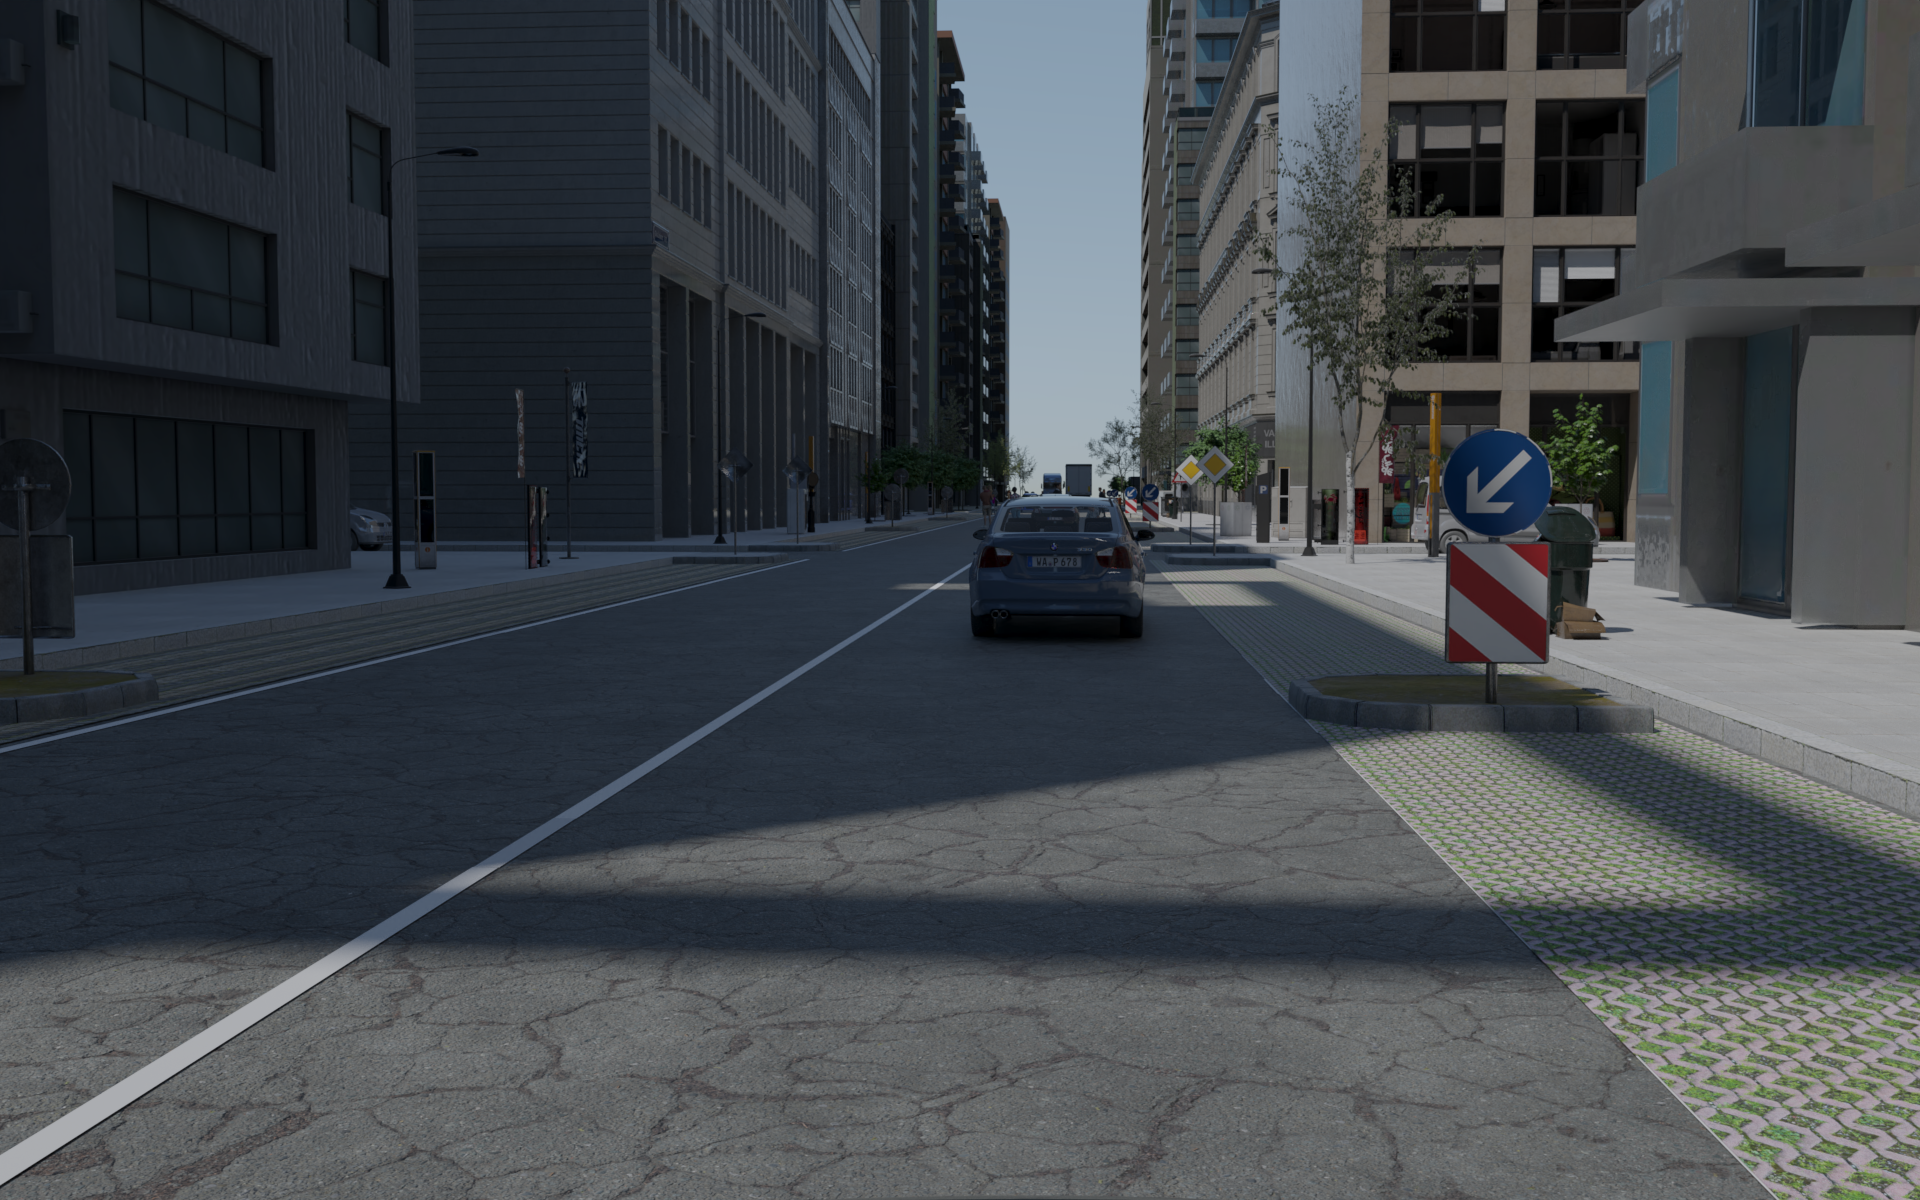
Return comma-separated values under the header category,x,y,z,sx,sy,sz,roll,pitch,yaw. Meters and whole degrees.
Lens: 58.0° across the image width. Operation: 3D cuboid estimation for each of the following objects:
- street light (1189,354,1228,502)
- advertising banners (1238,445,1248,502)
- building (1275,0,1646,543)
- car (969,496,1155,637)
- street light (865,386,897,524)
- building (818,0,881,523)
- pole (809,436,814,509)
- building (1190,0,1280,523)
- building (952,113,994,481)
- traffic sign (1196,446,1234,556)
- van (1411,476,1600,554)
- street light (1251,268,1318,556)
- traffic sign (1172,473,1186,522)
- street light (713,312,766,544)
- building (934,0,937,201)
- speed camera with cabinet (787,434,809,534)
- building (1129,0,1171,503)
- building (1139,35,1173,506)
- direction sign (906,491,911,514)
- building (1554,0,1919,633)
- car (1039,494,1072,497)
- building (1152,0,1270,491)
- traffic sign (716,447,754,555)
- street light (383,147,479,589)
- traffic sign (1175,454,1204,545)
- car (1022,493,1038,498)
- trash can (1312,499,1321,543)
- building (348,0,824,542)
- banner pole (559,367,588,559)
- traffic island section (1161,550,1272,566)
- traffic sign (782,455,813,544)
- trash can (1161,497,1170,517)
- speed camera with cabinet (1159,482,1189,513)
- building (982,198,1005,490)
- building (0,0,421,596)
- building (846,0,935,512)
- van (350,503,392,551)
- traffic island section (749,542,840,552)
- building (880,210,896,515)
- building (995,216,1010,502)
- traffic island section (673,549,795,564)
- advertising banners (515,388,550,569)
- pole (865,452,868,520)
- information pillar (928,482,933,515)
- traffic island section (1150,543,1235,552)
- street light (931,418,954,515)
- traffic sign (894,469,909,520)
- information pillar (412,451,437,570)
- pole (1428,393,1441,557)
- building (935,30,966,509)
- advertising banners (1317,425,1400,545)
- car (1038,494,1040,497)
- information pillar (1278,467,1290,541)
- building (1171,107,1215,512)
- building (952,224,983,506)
category,x,y,z,sx,sy,sz,roll,pitch,yaw
street light,8.287,-5.194,57.460,1.470,5.913,1.316,0,4,4
advertising banners,9.995,-3.973,61.144,0.090,3.025,2.074,1,4,17
building,27.943,-15.183,52.752,34.151,26.468,19.350,0,4,4
car,1.098,-0.407,18.663,2.014,1.417,4.499,0,4,5
street light,-3.400,-6.260,74.891,1.470,5.913,1.316,0,4,4
building,-11.082,-16.381,85.845,12.078,24.808,19.932,0,4,4
pole,-5.230,-4.108,61.009,0.158,3.312,0.155,0,3,0
building,22.534,-19.512,95.432,17.030,29.872,44.131,0,4,4
building,-7.963,-36.747,220.426,23.786,49.044,30.456,0,4,4
traffic sign,5.268,-1.970,35.851,0.795,2.450,0.064,0,4,4
van,12.556,-2.009,39.863,4.112,2.044,2.013,0,4,2
street light,6.686,-3.863,35.700,1.470,5.913,1.316,0,4,4
traffic sign,10.158,-4.862,79.498,0.884,2.594,0.081,1,4,10
street light,-5.649,-4.399,44.473,1.470,5.913,1.316,0,4,4
building,-9.323,-30.037,141.208,14.600,45.320,14.200,0,4,4
speed camera with cabinet,-5.239,-3.773,56.029,0.660,3.252,2.038,0,4,-1
building,34.101,-49.091,240.889,20.563,71.187,20.611,0,4,4
building,29.955,-34.029,180.078,21.300,48.544,21.600,0,4,4
direction sign,-3.257,-7.186,109.495,0.876,3.537,0.379,-1,4,-12
building,18.080,-23.845,9.479,23.786,49.044,30.456,0,4,4
car,3.527,-3.300,63.738,2.009,1.686,4.222,0,4,4
building,29.426,-32.655,153.520,23.786,49.044,30.456,0,4,4
traffic sign,-4.749,-2.015,36.585,0.795,2.450,0.064,0,4,4
street light,-7.123,-3.108,23.351,1.470,5.913,1.316,0,4,4
traffic sign,5.838,-2.457,43.816,0.795,2.450,0.064,0,4,4
car,5.542,-7.767,136.581,1.945,1.707,3.694,0,4,2
trash can,9.618,-2.095,45.904,0.748,1.137,0.748,0,3,0
building,-12.560,-17.334,60.908,11.434,29.767,29.804,0,4,4
banner pole,-7.573,-2.695,34.080,0.863,3.779,0.401,3,5,40
traffic island section,5.292,-0.835,35.926,2.009,0.180,2.903,0,4,4
traffic sign,-4.179,-2.502,44.550,0.795,2.450,0.064,0,4,4
trash can,11.555,-5.217,96.957,0.748,1.137,0.748,0,3,0
speed camera with cabinet,14.346,-7.450,116.141,2.038,3.252,0.660,-2,4,-25
building,-4.985,-36.416,250.026,22.147,44.769,28.867,0,4,4
building,-16.709,-15.572,26.298,14.107,30.474,14.160,0,4,4
building,-9.406,-27.109,126.819,14.154,41.232,14.086,0,4,4
van,-15.926,-2.155,42.246,4.112,2.044,2.013,0,4,5
traffic island section,-4.203,-1.366,44.613,2.009,0.180,2.903,0,4,4
building,-10.841,-16.798,104.327,12.332,23.373,15.834,0,4,4
building,0.546,-37.985,271.163,14.600,45.320,14.200,0,4,4
traffic island section,-4.773,-0.879,36.649,2.009,0.180,2.903,0,4,4
advertising banners,-7.346,-2.052,29.730,0.090,3.025,2.074,0,4,0
pole,-4.483,-5.489,83.590,0.158,3.312,0.155,0,3,0
information pillar,-1.809,-6.142,104.910,0.304,2.012,0.304,0,4,-1
traffic island section,5.862,-1.322,43.891,2.009,0.180,2.903,0,4,4
street light,-1.169,-8.145,105.713,1.470,5.913,1.316,0,4,4
traffic sign,-2.942,-5.277,86.392,0.768,2.556,0.104,1,4,9
information pillar,-9.119,-1.530,29.506,0.304,2.012,0.304,-2,4,-31
pole,9.622,-2.524,35.110,0.158,3.312,0.155,0,3,0
building,-11.009,-31.087,162.893,22.147,44.769,28.867,0,4,4
advertising banners,10.035,-2.900,43.601,2.074,3.025,0.090,0,4,-4
car,6.941,-9.034,159.708,2.014,1.417,4.499,0,4,3
information pillar,8.894,-2.632,47.522,0.304,2.012,0.304,1,4,11
building,23.199,-22.051,132.234,14.160,30.474,14.107,0,4,4
building,-4.969,-25.242,184.401,14.160,30.474,14.107,0,4,4
